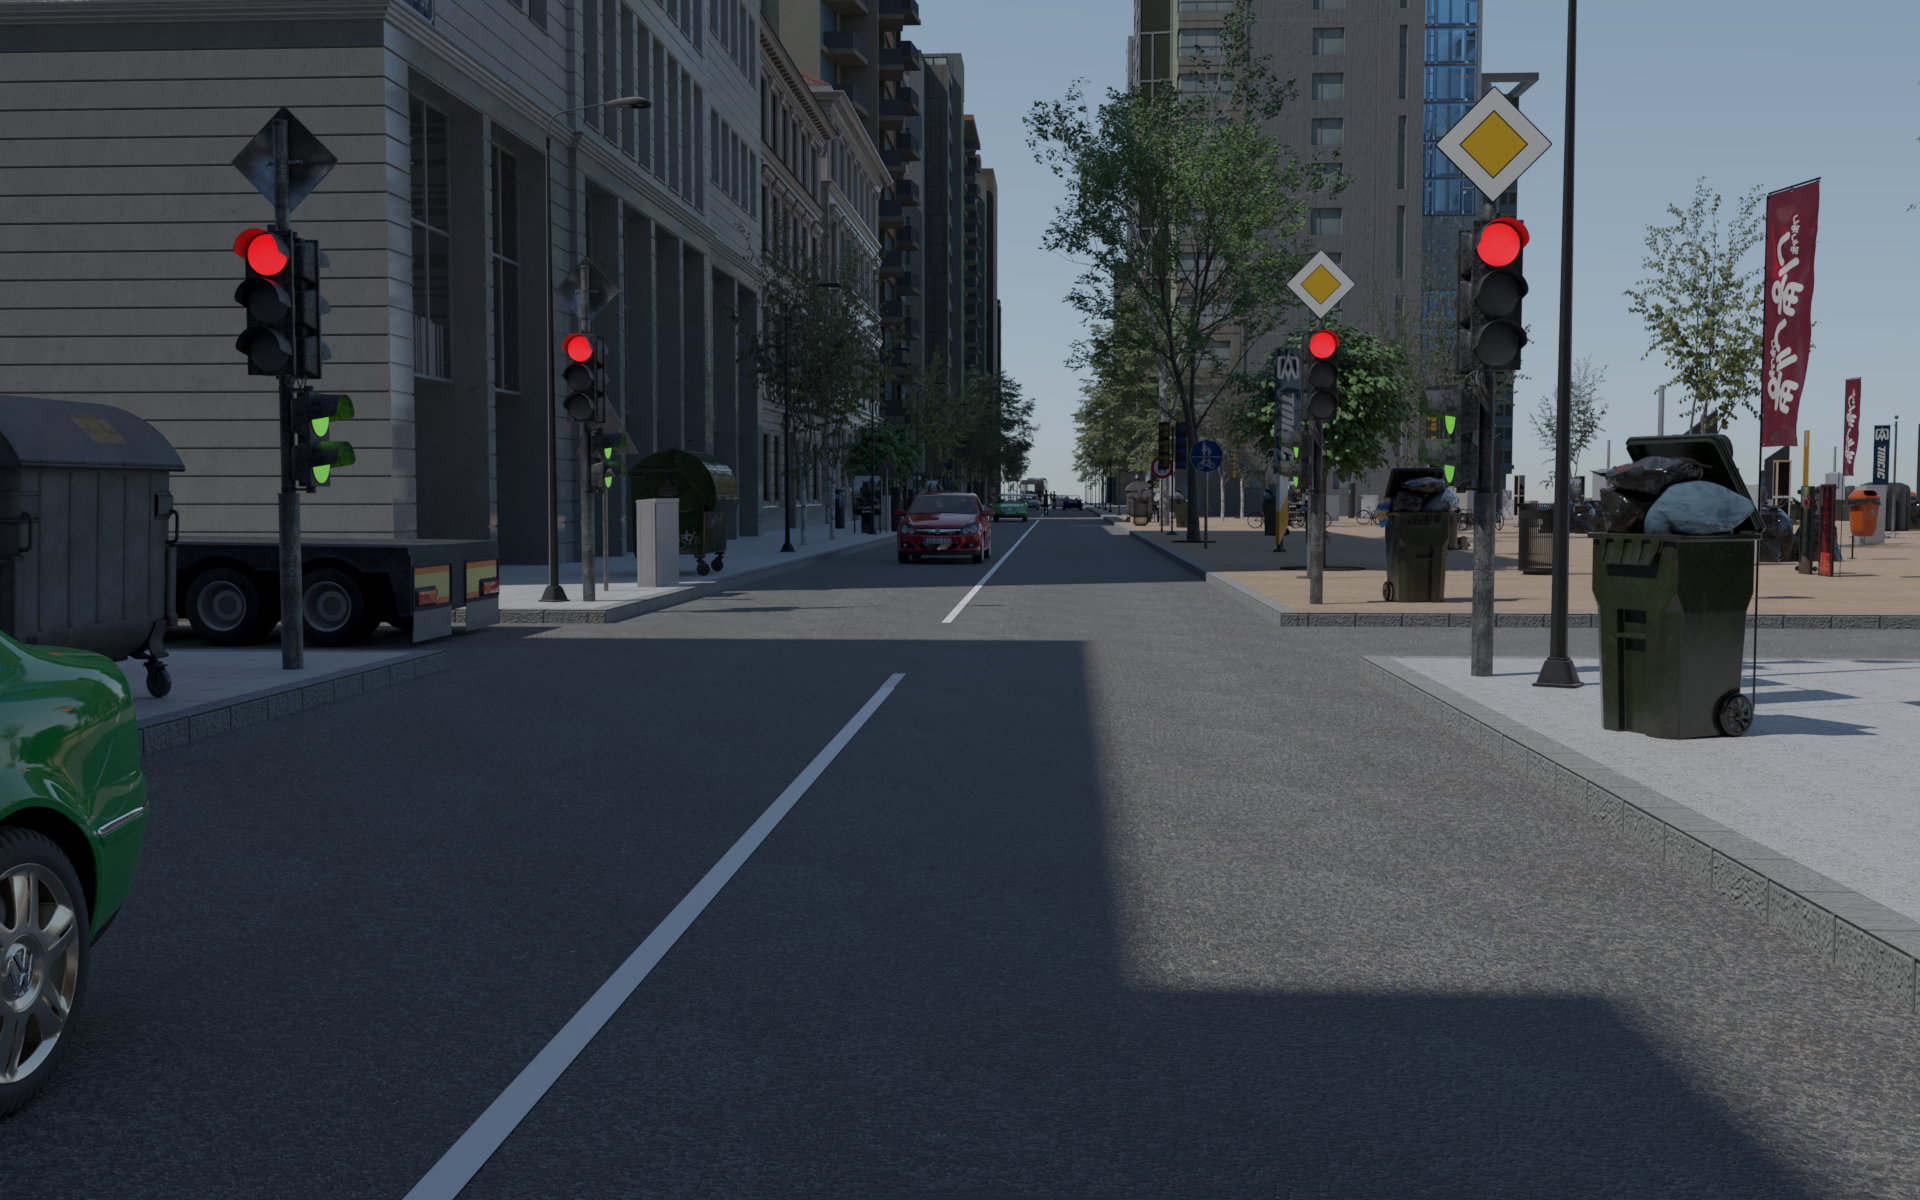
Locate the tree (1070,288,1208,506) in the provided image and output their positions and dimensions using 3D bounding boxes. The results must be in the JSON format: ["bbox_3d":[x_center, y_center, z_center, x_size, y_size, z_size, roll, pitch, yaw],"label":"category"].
[{"bbox_3d":[9.995,-10.869,95.834,7.486,12.596,7.792,0,3,0],"label":"tree"}]

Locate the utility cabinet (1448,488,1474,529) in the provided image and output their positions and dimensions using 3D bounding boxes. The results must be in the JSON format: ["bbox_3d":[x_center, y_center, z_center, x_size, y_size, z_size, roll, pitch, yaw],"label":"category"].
[{"bbox_3d":[18.046,-3.301,62.645,0.318,1.500,1.173,-2,4,-25],"label":"utility cabinet"}]

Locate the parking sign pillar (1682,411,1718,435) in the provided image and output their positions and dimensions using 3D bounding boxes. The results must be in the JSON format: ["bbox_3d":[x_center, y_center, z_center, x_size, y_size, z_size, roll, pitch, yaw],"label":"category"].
[{"bbox_3d":[23.458,-4.087,55.295,1.447,3.967,1.447,-1,4,-13],"label":"parking sign pillar"}]

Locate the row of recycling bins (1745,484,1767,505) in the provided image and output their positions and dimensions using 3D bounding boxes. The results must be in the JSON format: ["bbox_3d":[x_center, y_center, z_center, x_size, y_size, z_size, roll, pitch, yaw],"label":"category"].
[{"bbox_3d":[33.093,-4.065,73.577,3.534,1.692,1.069,-3,4,-38],"label":"row of recycling bins"}]

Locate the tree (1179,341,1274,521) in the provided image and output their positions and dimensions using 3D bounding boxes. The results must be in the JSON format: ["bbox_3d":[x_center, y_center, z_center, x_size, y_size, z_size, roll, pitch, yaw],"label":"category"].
[{"bbox_3d":[12.287,-7.981,80.855,4.360,8.622,3.978,0,3,0],"label":"tree"}]

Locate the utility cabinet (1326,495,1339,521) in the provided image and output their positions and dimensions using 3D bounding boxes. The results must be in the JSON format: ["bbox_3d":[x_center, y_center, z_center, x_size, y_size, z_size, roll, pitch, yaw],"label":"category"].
[{"bbox_3d":[17.679,-4.376,82.713,1.020,1.237,0.306,-3,5,-41],"label":"utility cabinet"}]

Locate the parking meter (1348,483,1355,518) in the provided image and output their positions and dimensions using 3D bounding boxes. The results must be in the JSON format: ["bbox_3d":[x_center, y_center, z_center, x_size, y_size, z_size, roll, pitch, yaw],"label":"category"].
[{"bbox_3d":[20.703,-5.250,91.549,0.255,1.863,0.399,-1,4,-9],"label":"parking meter"}]

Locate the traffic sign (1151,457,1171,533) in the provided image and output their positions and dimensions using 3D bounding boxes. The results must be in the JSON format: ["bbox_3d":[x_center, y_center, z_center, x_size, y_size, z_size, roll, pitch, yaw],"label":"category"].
[{"bbox_3d":[6.726,-3.520,57.651,0.768,2.556,0.104,1,4,13],"label":"traffic sign"}]

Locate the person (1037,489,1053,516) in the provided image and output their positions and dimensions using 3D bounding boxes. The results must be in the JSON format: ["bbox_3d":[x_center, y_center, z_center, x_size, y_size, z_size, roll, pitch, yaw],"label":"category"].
[{"bbox_3d":[5.690,-6.502,115.495,1.217,1.739,0.721,-2,4,-30],"label":"person"}]

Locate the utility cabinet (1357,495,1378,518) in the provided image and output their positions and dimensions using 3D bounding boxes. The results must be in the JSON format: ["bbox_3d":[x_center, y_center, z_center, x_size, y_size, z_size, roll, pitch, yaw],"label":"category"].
[{"bbox_3d":[21.610,-4.931,91.783,1.020,1.237,0.306,2,4,25],"label":"utility cabinet"}]

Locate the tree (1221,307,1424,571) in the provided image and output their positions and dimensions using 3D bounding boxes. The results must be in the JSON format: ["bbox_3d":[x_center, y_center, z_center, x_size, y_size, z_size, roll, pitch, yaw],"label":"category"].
[{"bbox_3d":[6.249,-2.789,29.320,4.285,4.588,4.351,0,3,0],"label":"tree"}]

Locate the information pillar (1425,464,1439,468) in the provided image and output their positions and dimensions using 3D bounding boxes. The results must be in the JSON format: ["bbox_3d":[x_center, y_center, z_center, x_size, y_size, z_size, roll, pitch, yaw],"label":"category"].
[{"bbox_3d":[10.578,-2.096,38.767,0.304,2.012,0.304,0,4,5],"label":"information pillar"}]

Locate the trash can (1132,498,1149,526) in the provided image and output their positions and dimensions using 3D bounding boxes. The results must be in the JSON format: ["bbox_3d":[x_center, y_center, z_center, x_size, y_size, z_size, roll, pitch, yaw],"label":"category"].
[{"bbox_3d":[7.270,-3.546,69.635,0.748,1.137,0.748,0,3,0],"label":"trash can"}]

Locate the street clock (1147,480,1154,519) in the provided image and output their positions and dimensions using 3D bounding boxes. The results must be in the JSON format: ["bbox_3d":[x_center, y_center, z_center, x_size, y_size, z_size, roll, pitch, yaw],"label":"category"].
[{"bbox_3d":[9.734,-5.127,88.394,0.471,2.002,0.358,2,4,25],"label":"street clock"}]

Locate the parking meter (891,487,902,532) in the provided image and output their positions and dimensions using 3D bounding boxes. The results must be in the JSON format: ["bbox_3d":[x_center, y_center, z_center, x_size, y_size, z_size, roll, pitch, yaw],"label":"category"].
[{"bbox_3d":[-2.167,-3.109,59.236,0.372,1.533,0.369,0,3,0],"label":"parking meter"}]

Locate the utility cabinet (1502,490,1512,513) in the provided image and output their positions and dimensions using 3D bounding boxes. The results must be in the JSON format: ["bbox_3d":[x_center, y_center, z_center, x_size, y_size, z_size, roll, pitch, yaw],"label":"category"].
[{"bbox_3d":[27.878,-4.865,88.221,0.318,1.500,1.173,2,4,27],"label":"utility cabinet"}]

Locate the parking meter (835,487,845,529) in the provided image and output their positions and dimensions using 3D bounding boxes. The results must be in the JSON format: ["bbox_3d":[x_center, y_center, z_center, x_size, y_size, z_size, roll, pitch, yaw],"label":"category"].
[{"bbox_3d":[-4.448,-3.405,64.088,0.372,1.533,0.369,0,3,0],"label":"parking meter"}]

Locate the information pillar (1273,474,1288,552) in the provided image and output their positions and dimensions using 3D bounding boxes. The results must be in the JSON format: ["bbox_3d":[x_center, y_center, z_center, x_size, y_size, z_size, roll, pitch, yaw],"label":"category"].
[{"bbox_3d":[7.132,-2.874,38.345,0.183,3.616,0.504,2,4,33],"label":"information pillar"}]

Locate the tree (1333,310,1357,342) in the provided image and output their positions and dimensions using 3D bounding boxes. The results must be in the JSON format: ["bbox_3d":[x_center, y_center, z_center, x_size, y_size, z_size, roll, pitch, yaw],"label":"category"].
[{"bbox_3d":[14.003,-6.433,55.534,4.360,8.622,3.978,0,3,0],"label":"tree"}]

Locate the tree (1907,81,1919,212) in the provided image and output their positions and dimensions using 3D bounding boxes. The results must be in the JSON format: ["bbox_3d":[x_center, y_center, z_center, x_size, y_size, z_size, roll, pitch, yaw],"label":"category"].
[{"bbox_3d":[17.501,-4.763,28.245,4.737,8.622,4.395,0,3,0],"label":"tree"}]

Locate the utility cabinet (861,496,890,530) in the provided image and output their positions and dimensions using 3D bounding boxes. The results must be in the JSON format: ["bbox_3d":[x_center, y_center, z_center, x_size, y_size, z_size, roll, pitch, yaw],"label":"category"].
[{"bbox_3d":[-2.988,-3.068,61.318,1.020,1.237,0.306,0,4,8],"label":"utility cabinet"}]

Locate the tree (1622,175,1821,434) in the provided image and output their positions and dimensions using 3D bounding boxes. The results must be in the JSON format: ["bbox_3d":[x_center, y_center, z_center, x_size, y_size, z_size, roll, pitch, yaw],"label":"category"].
[{"bbox_3d":[17.819,-5.542,40.966,4.737,8.622,4.395,0,3,0],"label":"tree"}]

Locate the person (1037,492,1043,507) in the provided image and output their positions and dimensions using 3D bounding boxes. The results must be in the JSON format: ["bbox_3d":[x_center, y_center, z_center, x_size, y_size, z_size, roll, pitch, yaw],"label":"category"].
[{"bbox_3d":[7.755,-9.658,167.872,0.593,1.643,0.415,-3,5,-40],"label":"person"}]

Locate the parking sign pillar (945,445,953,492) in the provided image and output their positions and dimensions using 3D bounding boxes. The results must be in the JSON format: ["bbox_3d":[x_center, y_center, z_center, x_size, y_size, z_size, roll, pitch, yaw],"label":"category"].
[{"bbox_3d":[-0.617,-6.464,94.154,1.447,3.967,1.447,0,4,2],"label":"parking sign pillar"}]

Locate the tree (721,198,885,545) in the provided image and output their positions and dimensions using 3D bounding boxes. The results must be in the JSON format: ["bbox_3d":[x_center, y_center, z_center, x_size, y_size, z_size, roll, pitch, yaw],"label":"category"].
[{"bbox_3d":[-3.905,-5.679,43.210,4.360,8.622,3.978,0,3,0],"label":"tree"}]

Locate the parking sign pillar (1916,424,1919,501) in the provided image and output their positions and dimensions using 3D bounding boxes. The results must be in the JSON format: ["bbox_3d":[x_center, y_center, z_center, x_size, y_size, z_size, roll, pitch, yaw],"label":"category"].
[{"bbox_3d":[37.275,-4.783,66.679,1.447,3.967,1.447,-3,5,-44],"label":"parking sign pillar"}]

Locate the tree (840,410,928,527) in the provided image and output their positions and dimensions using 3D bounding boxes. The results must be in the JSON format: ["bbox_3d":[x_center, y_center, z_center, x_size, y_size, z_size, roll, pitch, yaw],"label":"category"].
[{"bbox_3d":[-2.969,-5.115,67.340,4.285,4.588,4.351,0,3,0],"label":"tree"}]

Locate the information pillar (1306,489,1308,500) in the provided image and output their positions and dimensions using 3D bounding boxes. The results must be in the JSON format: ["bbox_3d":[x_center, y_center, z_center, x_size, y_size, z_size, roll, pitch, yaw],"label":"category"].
[{"bbox_3d":[18.233,-6.036,90.036,0.504,3.616,0.183,-1,4,-15],"label":"information pillar"}]

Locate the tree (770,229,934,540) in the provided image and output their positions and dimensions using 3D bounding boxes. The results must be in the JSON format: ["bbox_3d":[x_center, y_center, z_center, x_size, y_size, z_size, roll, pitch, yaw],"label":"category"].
[{"bbox_3d":[-3.577,-6.027,48.903,4.737,8.622,4.395,0,3,0],"label":"tree"}]

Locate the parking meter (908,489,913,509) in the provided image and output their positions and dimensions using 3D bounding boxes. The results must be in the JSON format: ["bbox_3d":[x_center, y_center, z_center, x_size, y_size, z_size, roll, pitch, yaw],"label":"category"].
[{"bbox_3d":[-2.356,-4.646,84.380,0.372,1.533,0.369,0,3,0],"label":"parking meter"}]

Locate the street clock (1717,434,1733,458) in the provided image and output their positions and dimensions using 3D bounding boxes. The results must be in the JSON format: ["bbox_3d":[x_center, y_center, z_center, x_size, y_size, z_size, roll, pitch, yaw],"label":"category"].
[{"bbox_3d":[9.084,-1.002,20.947,0.358,2.002,0.471,-1,4,-13],"label":"street clock"}]

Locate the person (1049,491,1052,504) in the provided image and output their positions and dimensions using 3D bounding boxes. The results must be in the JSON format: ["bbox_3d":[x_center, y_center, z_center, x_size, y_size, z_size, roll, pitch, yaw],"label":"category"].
[{"bbox_3d":[12.687,-14.211,240.859,1.348,1.822,0.705,-2,4,-35],"label":"person"}]

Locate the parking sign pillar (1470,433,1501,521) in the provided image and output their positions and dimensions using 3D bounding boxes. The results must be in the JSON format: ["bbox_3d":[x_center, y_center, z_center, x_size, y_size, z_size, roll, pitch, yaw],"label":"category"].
[{"bbox_3d":[23.197,-5.384,76.504,1.447,3.967,1.447,-1,4,-20],"label":"parking sign pillar"}]

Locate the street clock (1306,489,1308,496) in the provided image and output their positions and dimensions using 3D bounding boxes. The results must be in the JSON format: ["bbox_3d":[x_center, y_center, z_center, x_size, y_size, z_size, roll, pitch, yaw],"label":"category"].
[{"bbox_3d":[16.646,-4.770,82.567,0.358,2.002,0.471,1,4,20],"label":"street clock"}]

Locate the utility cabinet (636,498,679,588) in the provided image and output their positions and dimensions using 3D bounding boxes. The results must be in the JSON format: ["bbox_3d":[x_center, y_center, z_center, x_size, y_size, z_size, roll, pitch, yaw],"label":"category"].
[{"bbox_3d":[-4.231,-0.801,24.252,0.306,1.237,1.020,1,4,9],"label":"utility cabinet"}]

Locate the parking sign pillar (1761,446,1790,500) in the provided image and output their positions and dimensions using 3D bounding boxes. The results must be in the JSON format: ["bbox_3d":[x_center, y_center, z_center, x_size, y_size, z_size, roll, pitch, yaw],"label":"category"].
[{"bbox_3d":[42.951,-6.288,91.273,1.447,3.967,1.447,0,4,-3],"label":"parking sign pillar"}]

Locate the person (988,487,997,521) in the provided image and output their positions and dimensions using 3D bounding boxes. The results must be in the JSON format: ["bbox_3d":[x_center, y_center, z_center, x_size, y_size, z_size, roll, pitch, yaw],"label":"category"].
[{"bbox_3d":[1.725,-5.222,93.855,0.580,1.828,0.573,2,4,31],"label":"person"}]

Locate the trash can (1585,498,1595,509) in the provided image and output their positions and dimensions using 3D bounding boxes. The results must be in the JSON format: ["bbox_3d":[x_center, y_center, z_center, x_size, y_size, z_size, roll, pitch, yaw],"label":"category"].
[{"bbox_3d":[25.538,-3.603,70.558,0.748,1.137,0.748,0,3,0],"label":"trash can"}]

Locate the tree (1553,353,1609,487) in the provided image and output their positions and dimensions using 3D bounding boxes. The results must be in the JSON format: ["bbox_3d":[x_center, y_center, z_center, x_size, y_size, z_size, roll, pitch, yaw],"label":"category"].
[{"bbox_3d":[32.215,-8.614,91.208,4.360,8.622,3.978,0,3,0],"label":"tree"}]

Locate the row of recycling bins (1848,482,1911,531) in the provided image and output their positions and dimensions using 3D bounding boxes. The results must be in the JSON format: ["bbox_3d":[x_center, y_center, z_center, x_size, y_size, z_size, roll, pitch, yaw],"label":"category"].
[{"bbox_3d":[32.206,-3.251,60.274,3.534,1.692,1.069,-3,5,-45],"label":"row of recycling bins"}]

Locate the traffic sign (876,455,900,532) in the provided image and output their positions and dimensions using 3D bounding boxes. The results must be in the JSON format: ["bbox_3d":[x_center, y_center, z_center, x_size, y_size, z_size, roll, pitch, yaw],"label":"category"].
[{"bbox_3d":[-2.450,-3.539,57.861,0.884,2.594,0.081,1,4,10],"label":"traffic sign"}]

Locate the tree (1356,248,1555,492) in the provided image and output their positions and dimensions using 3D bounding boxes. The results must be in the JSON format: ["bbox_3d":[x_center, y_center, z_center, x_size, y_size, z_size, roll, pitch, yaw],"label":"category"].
[{"bbox_3d":[14.224,-6.076,49.707,4.360,8.622,3.978,0,3,0],"label":"tree"}]

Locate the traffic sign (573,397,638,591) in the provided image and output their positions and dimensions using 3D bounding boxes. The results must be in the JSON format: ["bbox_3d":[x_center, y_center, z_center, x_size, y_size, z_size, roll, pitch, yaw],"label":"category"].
[{"bbox_3d":[-4.681,-1.397,22.841,0.884,2.594,0.081,0,4,6],"label":"traffic sign"}]

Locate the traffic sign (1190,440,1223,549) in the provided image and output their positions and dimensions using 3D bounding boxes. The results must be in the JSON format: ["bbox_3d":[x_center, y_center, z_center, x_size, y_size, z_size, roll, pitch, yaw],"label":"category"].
[{"bbox_3d":[5.771,-2.477,40.601,0.768,2.556,0.104,1,4,12],"label":"traffic sign"}]

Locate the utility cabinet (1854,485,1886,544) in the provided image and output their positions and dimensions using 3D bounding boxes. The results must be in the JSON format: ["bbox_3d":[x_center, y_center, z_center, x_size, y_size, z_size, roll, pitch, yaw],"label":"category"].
[{"bbox_3d":[23.177,-2.169,44.143,1.173,1.500,0.318,-3,5,-40],"label":"utility cabinet"}]

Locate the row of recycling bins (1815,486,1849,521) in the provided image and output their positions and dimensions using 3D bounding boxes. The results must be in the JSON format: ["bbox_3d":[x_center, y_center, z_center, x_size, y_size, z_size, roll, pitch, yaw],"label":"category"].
[{"bbox_3d":[42.338,-4.686,83.723,1.069,1.692,3.534,0,4,-2],"label":"row of recycling bins"}]

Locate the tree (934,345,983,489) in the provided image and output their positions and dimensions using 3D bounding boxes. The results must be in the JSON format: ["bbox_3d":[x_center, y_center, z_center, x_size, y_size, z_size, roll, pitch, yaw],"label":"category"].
[{"bbox_3d":[-1.208,-8.222,84.789,4.737,8.622,4.395,0,3,0],"label":"tree"}]

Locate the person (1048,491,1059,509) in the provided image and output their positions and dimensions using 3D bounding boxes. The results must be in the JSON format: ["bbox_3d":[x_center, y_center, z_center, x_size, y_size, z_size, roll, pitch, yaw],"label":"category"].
[{"bbox_3d":[8.916,-9.522,164.897,1.217,1.736,0.721,-2,4,-26],"label":"person"}]

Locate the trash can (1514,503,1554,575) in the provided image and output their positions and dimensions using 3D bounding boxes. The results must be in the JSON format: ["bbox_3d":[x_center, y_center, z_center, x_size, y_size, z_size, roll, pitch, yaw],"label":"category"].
[{"bbox_3d":[9.197,-0.972,27.541,0.748,1.137,0.748,0,3,0],"label":"trash can"}]
